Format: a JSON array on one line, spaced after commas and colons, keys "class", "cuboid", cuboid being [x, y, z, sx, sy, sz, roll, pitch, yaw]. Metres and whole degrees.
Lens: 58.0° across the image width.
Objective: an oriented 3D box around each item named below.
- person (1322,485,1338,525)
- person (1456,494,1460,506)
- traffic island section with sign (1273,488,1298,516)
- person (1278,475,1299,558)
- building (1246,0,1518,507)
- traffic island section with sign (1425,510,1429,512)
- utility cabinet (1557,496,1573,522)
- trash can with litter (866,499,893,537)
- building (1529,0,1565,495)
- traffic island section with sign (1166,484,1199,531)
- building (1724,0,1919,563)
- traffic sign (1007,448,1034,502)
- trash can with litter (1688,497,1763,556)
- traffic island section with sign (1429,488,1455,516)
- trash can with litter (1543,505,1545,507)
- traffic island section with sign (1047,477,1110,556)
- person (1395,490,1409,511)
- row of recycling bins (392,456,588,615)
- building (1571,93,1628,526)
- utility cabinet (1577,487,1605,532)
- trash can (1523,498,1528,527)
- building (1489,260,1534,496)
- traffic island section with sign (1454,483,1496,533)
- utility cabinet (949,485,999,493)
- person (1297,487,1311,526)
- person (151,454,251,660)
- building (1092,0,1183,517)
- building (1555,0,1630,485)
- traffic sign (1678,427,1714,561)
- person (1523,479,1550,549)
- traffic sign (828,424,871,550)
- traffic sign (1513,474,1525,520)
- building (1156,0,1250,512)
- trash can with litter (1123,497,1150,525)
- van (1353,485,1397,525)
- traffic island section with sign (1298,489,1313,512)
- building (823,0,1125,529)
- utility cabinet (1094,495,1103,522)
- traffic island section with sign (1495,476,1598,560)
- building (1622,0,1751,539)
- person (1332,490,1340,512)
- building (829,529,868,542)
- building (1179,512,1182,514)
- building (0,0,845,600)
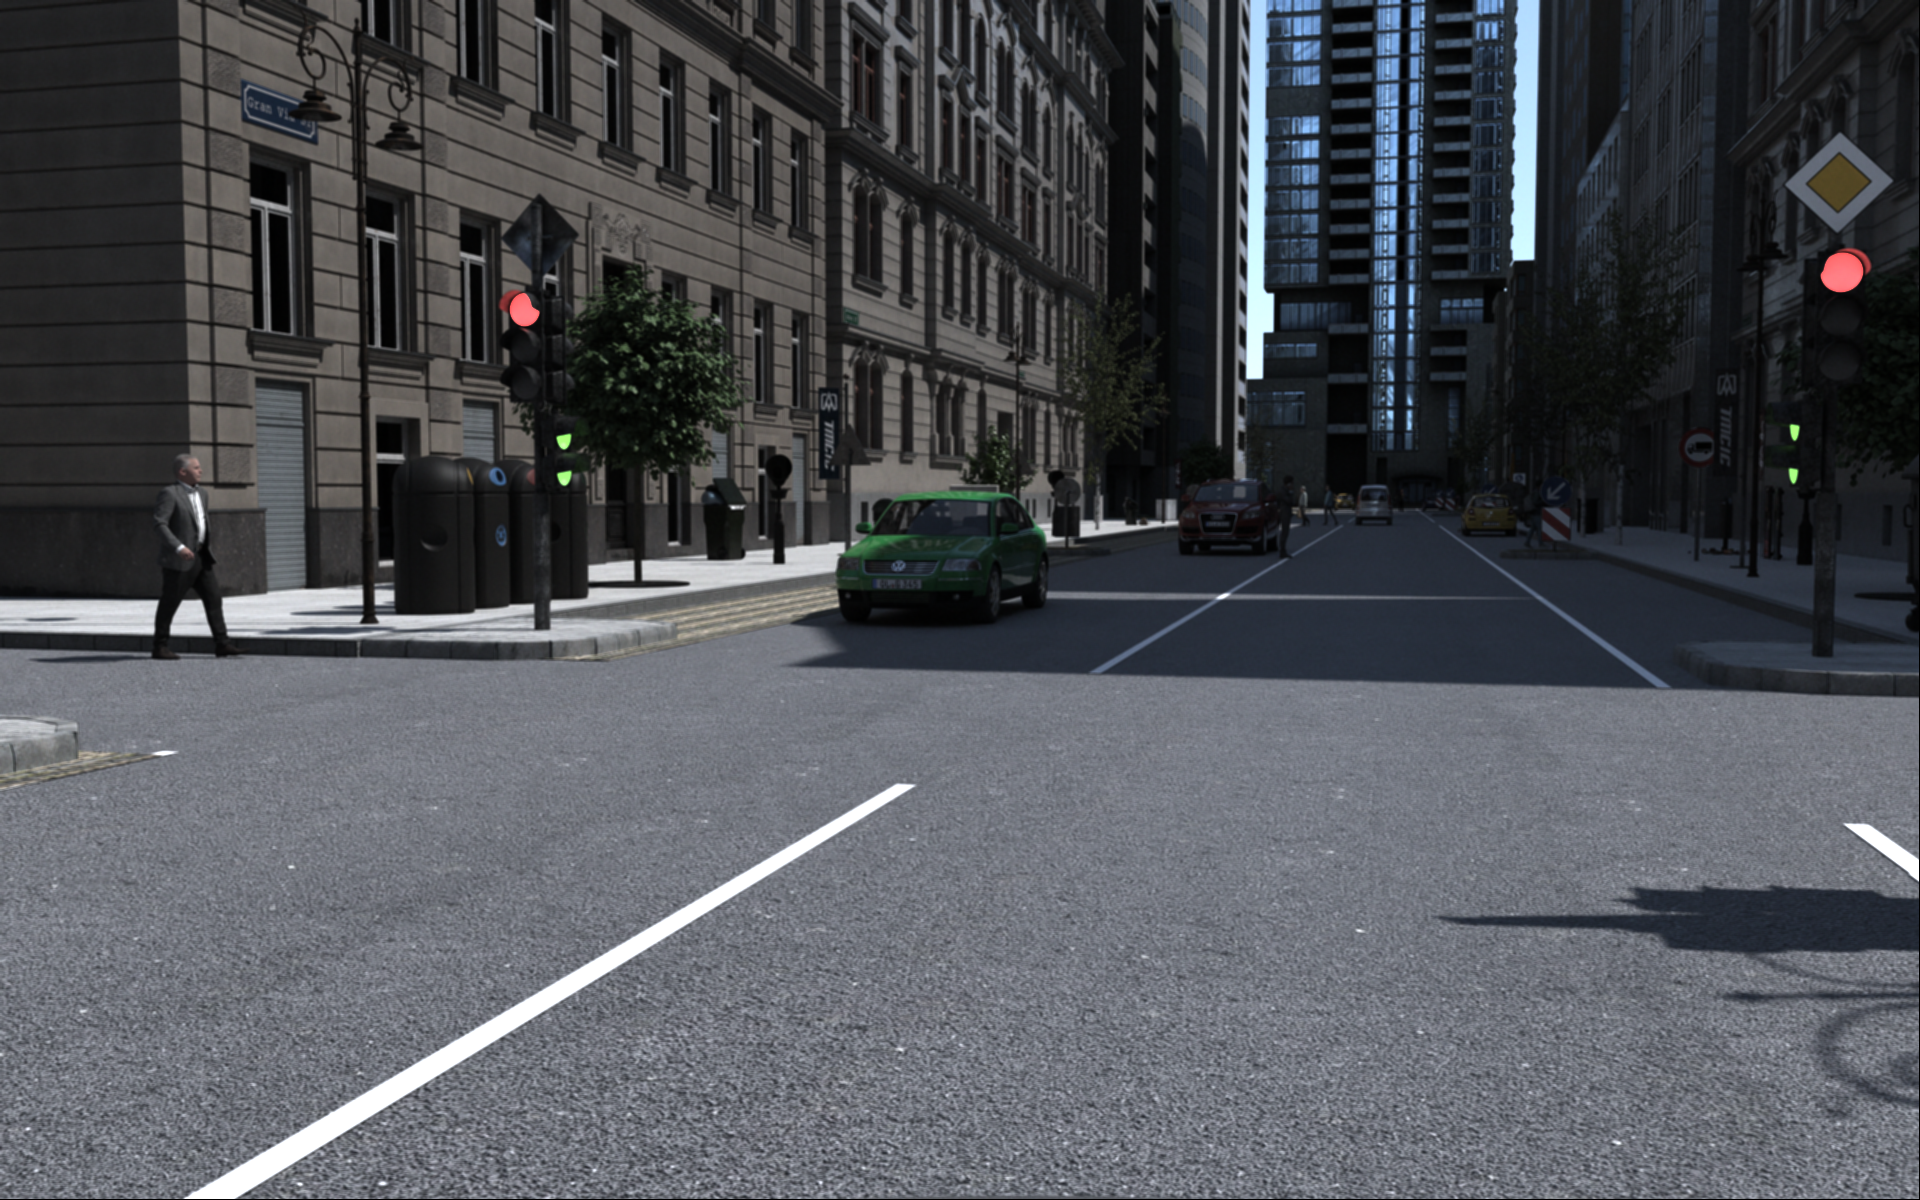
[{"class": "person", "cuboid": [16.903, -4.333, 79.204, 0.748, 1.841, 0.638, 3, 5, 40]}, {"class": "person", "cuboid": [47.649, -9.421, 165.758, 0.421, 1.427, 0.697, 1, 4, 18]}, {"class": "traffic island section with sign", "cuboid": [21.245, -6.525, 115.310, 1.989, 1.847, 2.006, 1, 4, 14]}, {"class": "person", "cuboid": [7.341, -1.860, 38.714, 0.447, 1.846, 0.655, 1, 4, 12]}, {"class": "building", "cuboid": [44.132, -53.089, 180.674, 31.000, 86.520, 22.319, 1, 4, 14]}, {"class": "traffic island section with sign", "cuboid": [38.416, -7.987, 139.221, 1.989, 1.847, 2.006, 1, 4, 14]}, {"class": "utility cabinet", "cuboid": [28.210, -4.262, 80.848, 0.306, 1.237, 1.020, -1, 4, -10]}, {"class": "trash can with litter", "cuboid": [-1.904, -1.904, 42.523, 0.624, 1.170, 1.055, 1, 4, 16]}, {"class": "building", "cuboid": [47.781, -34.743, 110.043, 21.231, 58.520, 28.212, 1, 4, 14]}, {"class": "traffic island section with sign", "cuboid": [9.048, -3.557, 66.781, 1.989, 1.847, 2.006, 1, 4, 14]}, {"class": "building", "cuboid": [25.157, -15.199, 35.889, 14.401, 28.519, 23.554, 1, 4, 14]}, {"class": "traffic sign", "cuboid": [1.644, -2.963, 48.451, 0.884, 2.594, 0.081, 1, 4, 18]}, {"class": "trash can with litter", "cuboid": [16.562, -1.602, 37.248, 1.678, 1.210, 2.233, 1, 4, 20]}, {"class": "traffic island section with sign", "cuboid": [31.692, -6.352, 112.490, 1.989, 1.847, 2.006, 1, 4, 14]}, {"class": "trash can with litter", "cuboid": [21.858, -3.235, 64.281, 1.055, 1.170, 0.624, 1, 4, 18]}, {"class": "traffic island section with sign", "cuboid": [2.477, -1.958, 40.636, 1.989, 1.847, 2.006, 1, 4, 14]}, {"class": "person", "cuboid": [36.649, -8.266, 143.794, 1.348, 1.807, 0.705, -1, 4, -16]}, {"class": "row of recycling bins", "cuboid": [-5.388, -0.788, 19.994, 1.069, 1.692, 3.534, 1, 4, 14]}, {"class": "building", "cuboid": [33.297, -13.530, 75.971, 10.420, 20.320, 16.860, 1, 4, 14]}, {"class": "utility cabinet", "cuboid": [20.924, -2.984, 57.462, 1.173, 1.500, 0.318, -3, 5, -40]}, {"class": "trash can", "cuboid": [22.014, -3.360, 66.590, 0.748, 1.137, 0.748, 0, 3, 0]}, {"class": "building", "cuboid": [57.836, -17.981, 139.026, 27.650, 21.520, 28.899, 1, 4, 14]}, {"class": "traffic island section with sign", "cuboid": [19.888, -3.481, 65.537, 1.989, 1.847, 2.006, 1, 4, 14]}, {"class": "utility cabinet", "cuboid": [0.345, -2.042, 42.067, 1.173, 1.500, 0.318, 1, 4, 12]}, {"class": "person", "cuboid": [15.272, -4.156, 76.944, 0.515, 1.767, 0.782, 0, 4, -2]}, {"class": "person", "cuboid": [-6.624, -0.374, 15.010, 0.834, 1.777, 0.661, 0, 4, 6]}, {"class": "building", "cuboid": [4.747, -20.003, 98.745, 14.160, 30.474, 14.107, 1, 4, 14]}, {"class": "building", "cuboid": [39.440, -26.939, 90.568, 14.600, 45.320, 14.200, 1, 4, 14]}, {"class": "traffic sign", "cuboid": [14.143, -2.023, 33.178, 0.768, 2.556, 0.104, 1, 4, 14]}, {"class": "person", "cuboid": [15.014, -2.234, 45.017, 0.713, 1.824, 0.794, 2, 4, 30]}, {"class": "traffic sign", "cuboid": [-2.056, -1.962, 32.081, 0.884, 2.594, 0.081, 2, 4, 24]}, {"class": "traffic sign", "cuboid": [27.480, -5.079, 85.173, 0.606, 2.300, 0.079, 1, 4, 15]}, {"class": "building", "cuboid": [11.087, -37.407, 153.596, 28.212, 58.520, 21.231, 1, 4, 14]}, {"class": "trash can with litter", "cuboid": [7.296, -3.680, 71.554, 1.055, 1.170, 0.624, 0, 4, -6]}, {"class": "van", "cuboid": [19.363, -4.521, 80.923, 2.013, 2.044, 4.112, 1, 4, 14]}, {"class": "traffic island section with sign", "cuboid": [27.813, -8.124, 141.456, 1.989, 1.847, 2.006, 1, 4, 14]}, {"class": "building", "cuboid": [-0.972, -17.934, 80.610, 14.401, 28.519, 23.554, 1, 4, 14]}, {"class": "utility cabinet", "cuboid": [6.282, -4.129, 78.674, 0.306, 1.237, 1.020, 1, 4, 12]}, {"class": "traffic island section with sign", "cuboid": [13.154, -1.844, 38.771, 1.989, 1.847, 2.006, 1, 4, 14]}, {"class": "building", "cuboid": [29.700, -14.637, 57.344, 12.078, 24.808, 19.932, 1, 4, 14]}, {"class": "person", "cuboid": [30.395, -8.049, 140.822, 0.721, 1.735, 1.217, -3, 4, -38]}, {"class": "building", "cuboid": [-6.351, -16.518, 57.457, 14.401, 28.519, 23.554, 1, 4, 14]}, {"class": "building", "cuboid": [6.327, -35.319, 119.464, 21.231, 58.520, 28.212, 1, 4, 14]}, {"class": "building", "cuboid": [-11.764, -14.431, 33.203, 12.463, 27.353, 25.104, 1, 4, 14]}]
